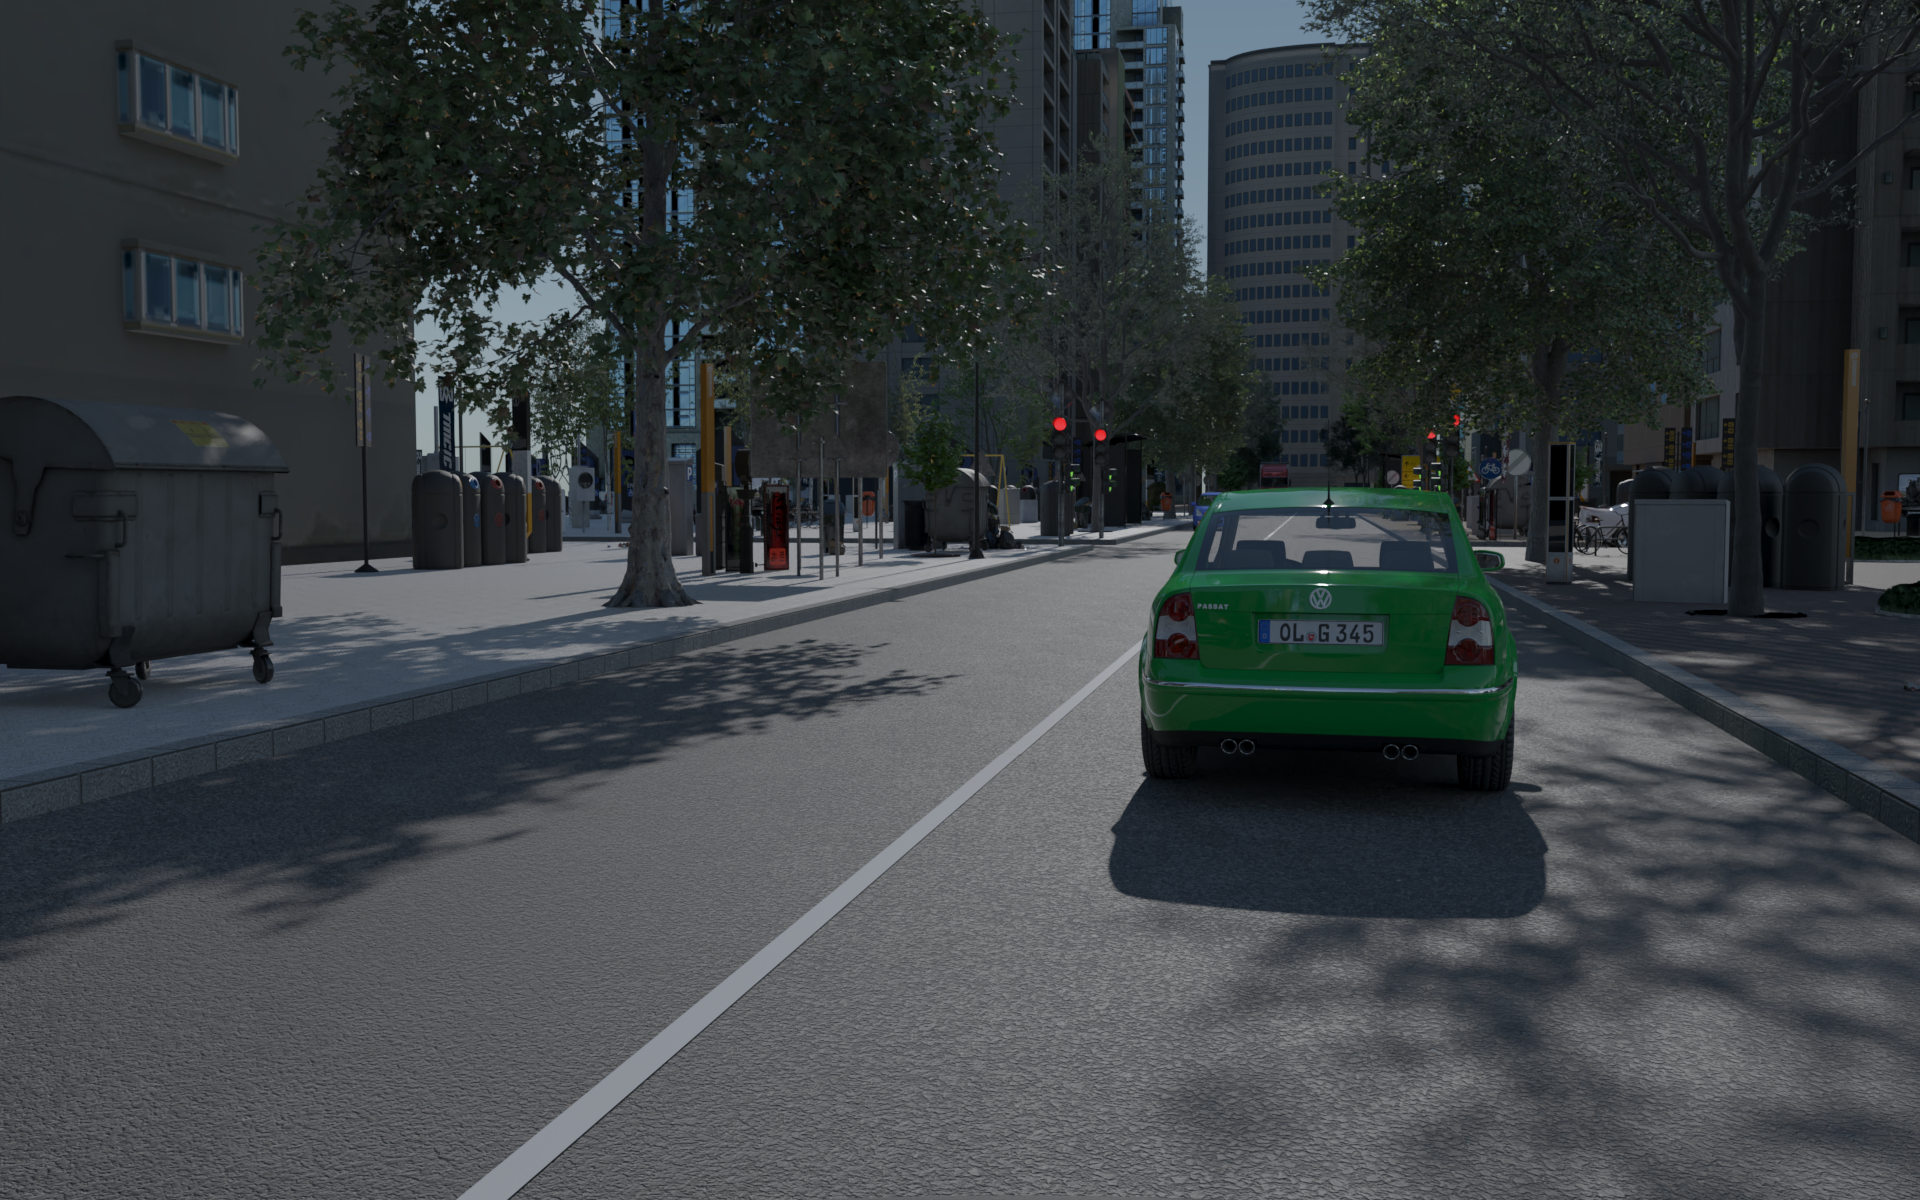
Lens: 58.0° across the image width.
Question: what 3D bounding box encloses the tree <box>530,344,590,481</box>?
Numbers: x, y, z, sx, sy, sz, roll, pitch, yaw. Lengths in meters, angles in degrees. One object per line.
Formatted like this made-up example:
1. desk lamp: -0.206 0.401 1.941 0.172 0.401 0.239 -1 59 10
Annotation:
1. tree: -18.445 -7.844 78.619 4.360 8.622 3.978 0 3 0

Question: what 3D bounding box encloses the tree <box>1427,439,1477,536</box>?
1. tree: 14.904 -3.567 52.916 1.663 3.219 1.824 0 3 0

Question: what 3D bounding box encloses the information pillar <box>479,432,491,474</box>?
1. information pillar: -17.931 -4.532 65.450 0.183 3.616 0.504 2 4 35

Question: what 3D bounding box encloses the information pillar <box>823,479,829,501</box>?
1. information pillar: -6.586 -4.923 84.978 0.304 2.012 0.304 0 4 -2

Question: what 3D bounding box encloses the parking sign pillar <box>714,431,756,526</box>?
1. parking sign pillar: -8.907 -5.004 70.295 1.447 3.967 1.447 3 5 41

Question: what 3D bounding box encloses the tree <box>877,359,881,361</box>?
1. tree: -6.256 -7.536 73.571 4.360 8.622 3.978 0 3 0

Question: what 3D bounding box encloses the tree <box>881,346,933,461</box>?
1. tree: -3.098 -8.243 85.131 4.360 8.622 3.978 0 3 0

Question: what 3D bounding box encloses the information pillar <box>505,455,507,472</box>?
1. information pillar: -22.140 -5.750 85.368 0.504 3.616 0.183 -1 4 -9

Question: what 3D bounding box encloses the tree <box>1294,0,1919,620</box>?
1. tree: 8.242 -6.580 17.953 12.009 13.543 11.850 0 3 0

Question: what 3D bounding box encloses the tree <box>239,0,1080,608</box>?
1. tree: -3.444 -6.274 19.590 9.611 12.733 9.660 0 3 0

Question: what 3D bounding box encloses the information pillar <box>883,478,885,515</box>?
1. information pillar: -4.616 -6.994 105.698 0.504 3.616 0.183 3 4 37

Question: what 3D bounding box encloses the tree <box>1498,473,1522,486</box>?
1. tree: 25.289 -5.170 79.132 1.663 3.219 1.824 0 3 0

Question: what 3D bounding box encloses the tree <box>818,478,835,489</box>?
1. tree: -7.223 -9.036 98.093 4.737 8.622 4.395 0 3 0

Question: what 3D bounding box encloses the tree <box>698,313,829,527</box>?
1. tree: -6.857 -6.583 57.987 4.360 8.622 3.978 0 3 0

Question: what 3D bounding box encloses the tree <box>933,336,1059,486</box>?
1. tree: 2.059 -10.820 102.661 9.928 11.665 9.643 0 3 0

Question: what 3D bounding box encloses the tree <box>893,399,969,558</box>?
1. tree: -0.640 -2.496 35.407 1.663 3.219 1.824 0 3 0

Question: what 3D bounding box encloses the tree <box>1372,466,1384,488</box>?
1. tree: 26.360 -6.942 108.110 1.663 3.219 1.824 0 3 0

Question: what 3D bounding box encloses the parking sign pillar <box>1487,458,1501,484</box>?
1. parking sign pillar: 36.024 -7.815 116.240 1.447 3.967 1.447 -2 4 -25

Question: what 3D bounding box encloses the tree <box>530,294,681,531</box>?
1. tree: -12.082 -6.737 60.512 4.737 8.622 4.395 0 3 0

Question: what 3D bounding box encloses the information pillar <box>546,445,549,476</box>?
1. information pillar: -19.504 -5.538 81.893 0.183 3.616 0.504 -1 4 -8

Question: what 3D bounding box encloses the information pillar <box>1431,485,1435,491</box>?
1. information pillar: 17.117 -3.582 63.053 0.304 2.012 0.304 0 4 7

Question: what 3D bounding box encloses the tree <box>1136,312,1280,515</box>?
1. tree: 13.972 -11.445 105.254 7.486 12.596 7.792 0 3 0

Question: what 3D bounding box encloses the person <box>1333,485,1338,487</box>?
1. person: 15.817 -3.932 72.965 0.419 1.800 0.721 1 4 17

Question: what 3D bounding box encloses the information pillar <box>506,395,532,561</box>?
1. information pillar: -8.382 -2.553 33.100 0.504 3.616 0.183 3 5 40

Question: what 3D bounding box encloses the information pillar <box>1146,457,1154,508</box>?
1. information pillar: 10.819 -6.563 98.660 0.504 3.616 0.183 -1 4 -16

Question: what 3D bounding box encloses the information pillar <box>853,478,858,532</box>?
1. information pillar: -3.489 -3.321 58.782 0.304 2.012 0.304 0 4 -5

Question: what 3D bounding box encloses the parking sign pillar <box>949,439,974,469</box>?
1. parking sign pillar: -0.025 -5.345 75.864 1.447 3.967 1.447 -1 4 -10

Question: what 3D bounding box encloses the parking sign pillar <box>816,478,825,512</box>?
1. parking sign pillar: -9.177 -7.795 115.914 1.447 3.967 1.447 -1 4 -20

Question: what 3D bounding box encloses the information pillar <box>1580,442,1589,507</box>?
1. information pillar: 28.309 -5.329 78.483 0.183 3.616 0.504 -1 4 -15

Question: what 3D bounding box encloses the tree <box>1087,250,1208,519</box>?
1. tree: 10.788 -11.160 89.114 9.857 13.997 8.962 0 3 0

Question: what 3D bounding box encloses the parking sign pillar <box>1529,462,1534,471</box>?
1. parking sign pillar: 34.387 -7.168 105.676 1.447 3.967 1.447 1 4 23

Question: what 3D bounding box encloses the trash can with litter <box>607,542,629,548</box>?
1. trash can with litter: -7.712 -1.884 41.854 1.678 1.210 2.233 -1 4 -22

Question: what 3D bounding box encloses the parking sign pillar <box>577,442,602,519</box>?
1. parking sign pillar: -18.947 -6.090 88.041 1.447 3.967 1.447 2 4 34

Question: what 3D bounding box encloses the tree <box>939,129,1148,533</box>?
1. tree: 4.647 -9.021 57.864 12.009 13.543 11.850 0 3 0

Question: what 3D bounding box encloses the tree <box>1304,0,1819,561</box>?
1. tree: 11.164 -7.731 33.054 9.857 13.997 8.962 0 3 0

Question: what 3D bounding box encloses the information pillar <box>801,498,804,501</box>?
1. information pillar: -10.483 -7.465 113.412 0.504 3.616 0.183 -1 4 -8

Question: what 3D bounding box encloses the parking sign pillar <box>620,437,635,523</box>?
1. parking sign pillar: -14.546 -5.406 76.857 1.447 3.967 1.447 0 4 2

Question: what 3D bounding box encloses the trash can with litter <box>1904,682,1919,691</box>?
1. trash can with litter: 6.641 0.048 10.280 1.678 1.210 2.233 -1 4 -8

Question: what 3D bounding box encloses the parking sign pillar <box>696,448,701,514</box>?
1. parking sign pillar: -10.563 -5.220 73.821 1.447 3.967 1.447 0 4 5

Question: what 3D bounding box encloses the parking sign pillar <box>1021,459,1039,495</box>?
1. parking sign pillar: 5.098 -8.392 125.686 1.447 3.967 1.447 -2 4 -30

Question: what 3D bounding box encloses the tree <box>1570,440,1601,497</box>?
1. tree: 21.355 -4.031 60.501 1.663 3.219 1.824 0 3 0

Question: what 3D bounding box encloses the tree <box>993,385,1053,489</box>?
1. tree: 4.453 -9.945 112.963 4.737 8.622 4.395 0 3 0

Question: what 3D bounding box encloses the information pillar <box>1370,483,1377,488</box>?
1. information pillar: 26.816 -6.595 112.325 0.304 2.012 0.304 -2 4 -27

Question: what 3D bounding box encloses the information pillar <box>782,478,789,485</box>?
1. information pillar: -10.537 -6.928 104.623 0.504 3.616 0.183 3 5 41

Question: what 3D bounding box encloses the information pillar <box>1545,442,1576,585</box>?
1. information pillar: 8.522 -1.229 24.580 0.304 2.012 0.304 2 4 35

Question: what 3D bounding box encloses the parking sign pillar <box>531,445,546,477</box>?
1. parking sign pillar: -22.527 -6.435 93.677 1.447 3.967 1.447 -2 4 -24
